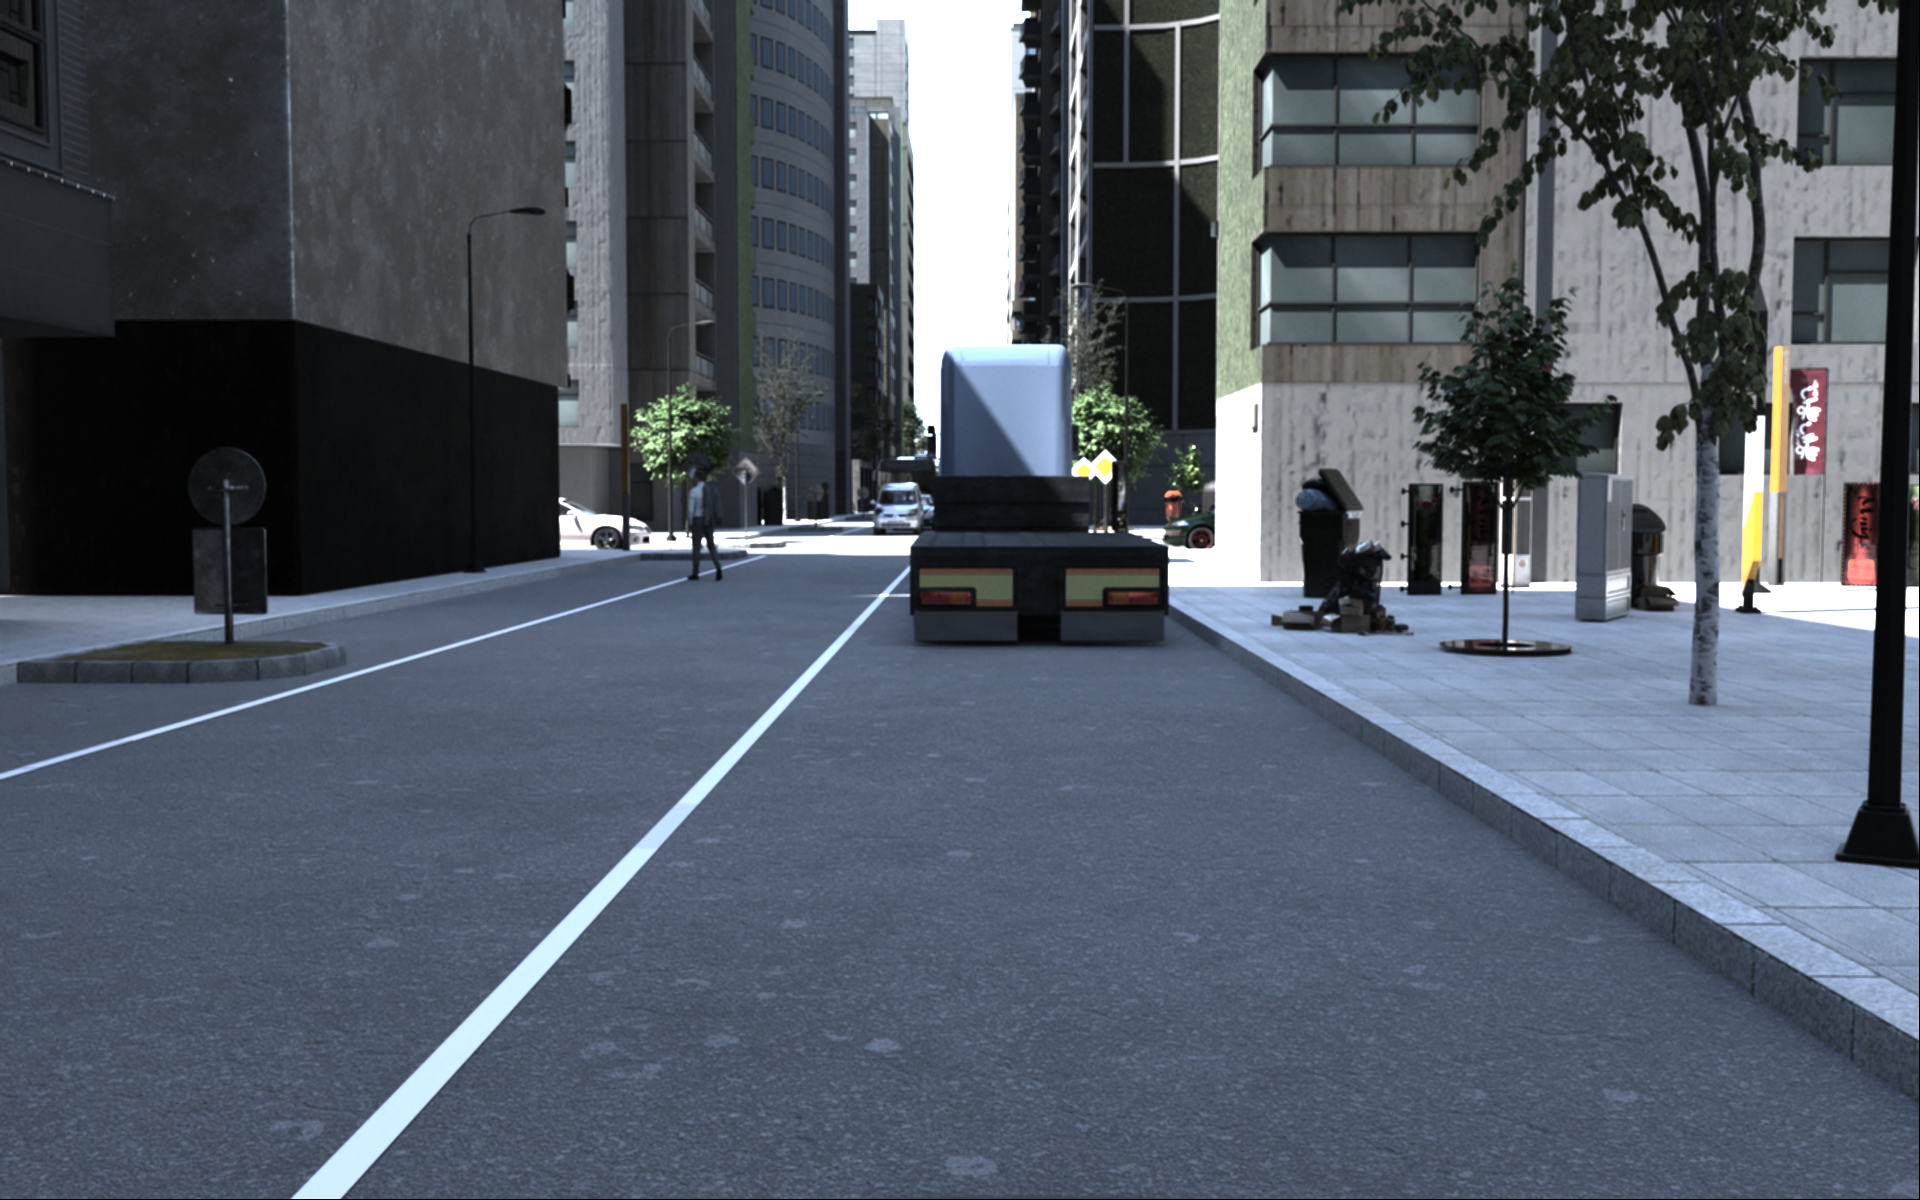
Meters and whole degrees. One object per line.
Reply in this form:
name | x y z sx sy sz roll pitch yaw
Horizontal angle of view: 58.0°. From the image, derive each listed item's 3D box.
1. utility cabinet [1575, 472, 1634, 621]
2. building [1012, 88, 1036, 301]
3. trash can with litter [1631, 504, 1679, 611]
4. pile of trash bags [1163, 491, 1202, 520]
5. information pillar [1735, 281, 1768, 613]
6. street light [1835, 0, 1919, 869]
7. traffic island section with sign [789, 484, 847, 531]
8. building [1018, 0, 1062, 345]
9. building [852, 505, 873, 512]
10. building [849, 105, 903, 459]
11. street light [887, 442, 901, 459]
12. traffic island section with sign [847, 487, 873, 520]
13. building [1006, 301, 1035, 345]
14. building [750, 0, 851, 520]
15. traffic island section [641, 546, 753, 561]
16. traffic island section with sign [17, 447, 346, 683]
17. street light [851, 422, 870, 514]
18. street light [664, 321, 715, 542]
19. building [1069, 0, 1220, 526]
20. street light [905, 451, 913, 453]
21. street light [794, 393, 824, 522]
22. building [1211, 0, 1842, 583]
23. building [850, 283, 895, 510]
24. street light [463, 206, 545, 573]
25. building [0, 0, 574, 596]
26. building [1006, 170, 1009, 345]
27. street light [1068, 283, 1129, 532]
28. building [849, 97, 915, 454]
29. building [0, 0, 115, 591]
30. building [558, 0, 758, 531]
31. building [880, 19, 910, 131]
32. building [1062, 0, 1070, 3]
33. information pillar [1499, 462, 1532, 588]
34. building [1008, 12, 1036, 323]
utility cabinet | 6.640 -0.558 17.801 0.318 1.500 1.173 2 4 33
building | 12.791 -33.025 190.067 14.600 45.320 14.200 0 4 1
trash can with litter | 7.722 -0.488 19.365 0.624 1.170 1.055 0 4 -4
pile of trash bags | 7.877 -2.796 55.464 3.447 1.369 1.912 -3 4 -37
information pillar | 8.527 -1.666 18.590 0.183 3.616 0.504 1 4 12
street light | 2.707 -2.042 5.931 1.470 5.913 1.316 0 4 1
traffic island section with sign | -5.570 -3.588 67.284 1.989 1.847 2.006 0 4 1
building | 15.887 -29.629 139.058 22.147 44.769 28.867 0 4 1
building | -17.179 -42.361 130.858 20.563 71.187 20.611 0 4 1
building | -13.176 -30.232 177.891 14.154 41.232 14.086 0 4 1
street light | -5.984 -11.198 155.635 1.470 5.913 1.316 0 4 1
traffic island section with sign | -5.266 -5.300 95.282 1.989 1.847 2.006 0 4 1
building | 18.585 -19.828 169.219 27.650 21.520 28.899 0 4 1
building | -17.680 -33.887 96.056 21.231 58.520 28.212 0 4 1
traffic island section | -5.882 -1.009 38.776 2.009 0.180 2.903 0 4 1
traffic island section with sign | -6.161 -0.333 14.069 1.989 1.847 2.006 0 4 1
street light | -6.478 -8.517 111.793 1.470 5.913 1.316 0 4 1
street light | -7.258 -4.529 46.585 1.470 5.913 1.316 0 4 1
building | 13.208 -38.827 73.080 20.563 71.187 20.611 0 4 1
street light | -5.708 -13.178 188.005 1.470 5.913 1.316 0 4 1
street light | -6.917 -6.533 79.362 1.470 5.913 1.316 0 4 1
building | 11.432 -15.853 30.905 14.160 30.474 14.107 0 4 1
building | -20.408 -19.088 157.120 27.650 21.520 28.899 0 4 1
street light | -7.393 -3.400 28.131 1.470 5.913 1.316 0 4 1
building | -16.563 -9.922 29.679 16.811 18.784 16.820 0 4 1
building | 17.317 -37.992 244.877 21.300 48.544 21.600 0 4 1
street light | 3.141 -4.022 38.299 1.470 5.913 1.316 0 4 1
building | -16.676 -36.201 215.586 21.300 48.544 21.600 0 4 1
building | -15.358 -12.944 5.148 14.314 27.812 24.014 0 4 1
building | -15.220 -23.114 61.514 14.154 41.232 14.086 0 4 1
building | -15.855 -50.664 266.608 20.563 71.187 20.611 0 4 1
building | 16.700 -34.482 105.781 21.231 58.520 28.212 0 4 1
information pillar | 7.596 -1.172 23.654 0.304 2.012 0.304 -1 4 -23
building | 16.641 -41.425 219.297 21.231 58.520 28.212 0 4 1
